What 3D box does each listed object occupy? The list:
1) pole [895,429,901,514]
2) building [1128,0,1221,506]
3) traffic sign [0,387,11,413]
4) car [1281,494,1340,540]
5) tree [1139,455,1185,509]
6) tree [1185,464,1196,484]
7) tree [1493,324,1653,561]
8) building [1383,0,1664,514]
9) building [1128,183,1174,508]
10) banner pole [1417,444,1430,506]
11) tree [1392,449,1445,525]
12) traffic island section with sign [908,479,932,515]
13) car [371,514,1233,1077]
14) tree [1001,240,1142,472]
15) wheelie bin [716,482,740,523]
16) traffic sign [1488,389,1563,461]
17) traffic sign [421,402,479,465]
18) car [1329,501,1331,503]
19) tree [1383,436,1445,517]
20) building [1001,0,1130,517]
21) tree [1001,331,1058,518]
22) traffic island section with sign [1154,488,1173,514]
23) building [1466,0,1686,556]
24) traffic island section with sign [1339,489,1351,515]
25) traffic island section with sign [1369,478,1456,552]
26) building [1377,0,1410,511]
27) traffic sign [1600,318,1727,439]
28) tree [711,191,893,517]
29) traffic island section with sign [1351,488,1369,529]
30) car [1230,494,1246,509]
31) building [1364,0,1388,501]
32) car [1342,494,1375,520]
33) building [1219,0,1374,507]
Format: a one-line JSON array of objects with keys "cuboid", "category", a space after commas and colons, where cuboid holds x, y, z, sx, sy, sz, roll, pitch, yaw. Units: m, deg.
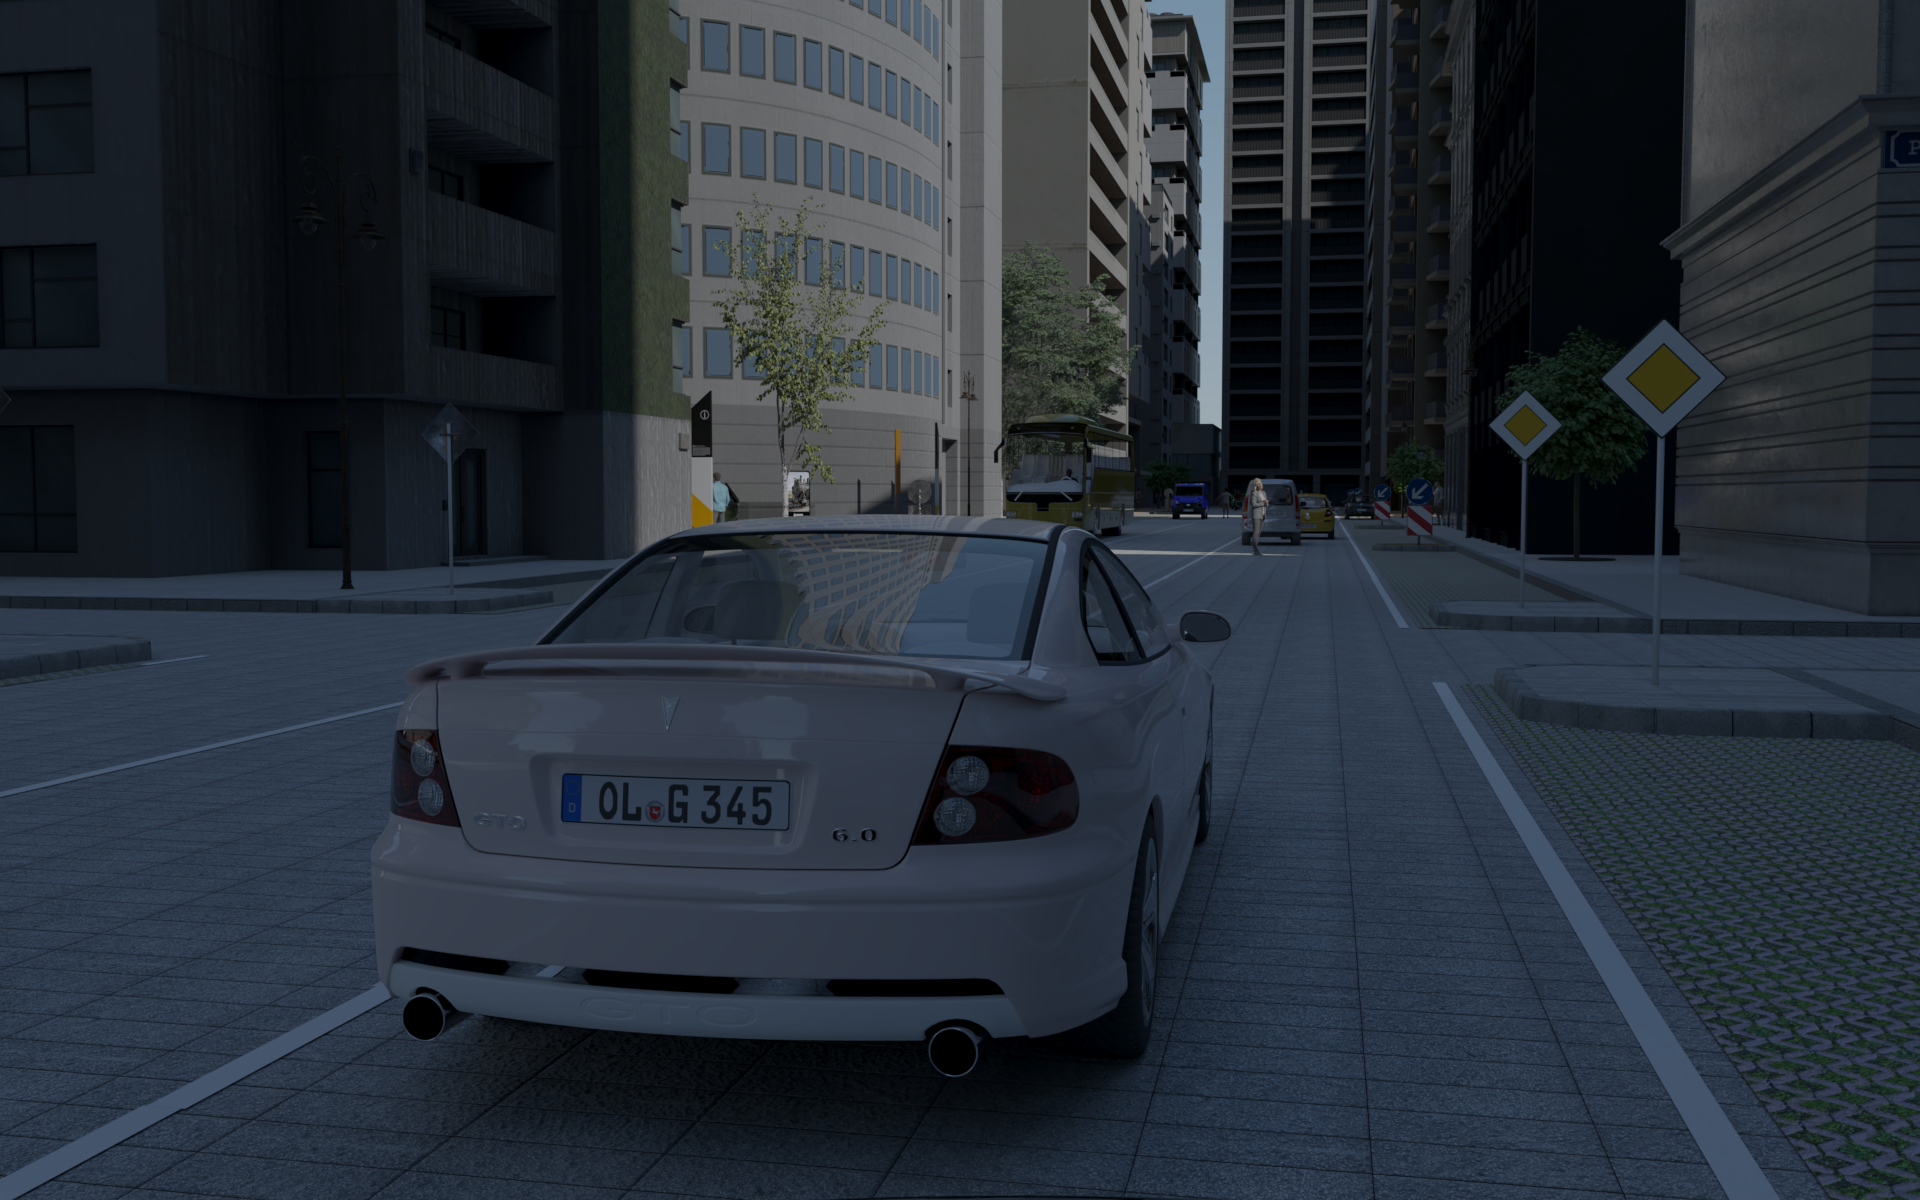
[{"cuboid": [-1.970, -3.725, 54.749, 0.158, 3.312, 0.155, 0, 3, 0], "category": "pole"}, {"cuboid": [15.260, -36.971, 193.710, 27.495, 52.752, 28.713, 1, 4, 12], "category": "building"}, {"cuboid": [-8.131, -0.736, 14.230, 0.795, 2.593, 0.064, 1, 4, 12], "category": "traffic sign"}, {"cuboid": [11.266, -2.803, 56.048, 2.015, 1.641, 3.980, 1, 4, 12], "category": "car"}, {"cuboid": [16.725, -9.983, 146.938, 4.285, 4.588, 4.351, 0, 3, 0], "category": "tree"}, {"cuboid": [19.357, -10.457, 154.691, 4.285, 4.588, 4.351, 0, 3, 0], "category": "tree"}, {"cuboid": [12.087, -3.050, 33.580, 4.285, 4.588, 4.351, 0, 3, 0], "category": "tree"}, {"cuboid": [39.966, -28.165, 115.121, 22.147, 44.769, 28.867, 1, 4, 12], "category": "building"}, {"cuboid": [12.960, -24.029, 164.578, 14.107, 30.474, 14.160, 1, 4, 12], "category": "building"}, {"cuboid": [23.100, -5.886, 86.261, 0.863, 3.779, 0.401, -1, 4, -17], "category": "banner pole"}, {"cuboid": [19.466, -4.766, 72.530, 1.663, 3.219, 1.824, 0, 3, 0], "category": "tree"}, {"cuboid": [-1.144, -2.294, 46.133, 1.989, 1.847, 2.006, 1, 4, 12], "category": "traffic island section with sign"}, {"cuboid": [-0.146, 0.394, 5.914, 2.083, 1.381, 4.827, 1, 4, 11], "category": "car"}, {"cuboid": [4.288, -11.007, 86.620, 9.857, 13.997, 8.962, 0, 3, 0], "category": "tree"}, {"cuboid": [-6.152, -2.303, 45.565, 0.693, 1.594, 0.980, -1, 4, -9], "category": "wheelie bin"}, {"cuboid": [6.319, -1.050, 19.350, 0.795, 2.593, 0.064, 1, 4, 12], "category": "traffic sign"}, {"cuboid": [-6.493, -1.214, 22.046, 0.795, 2.593, 0.064, 1, 4, 12], "category": "traffic sign"}, {"cuboid": [20.825, -5.498, 102.253, 2.083, 1.381, 4.827, 1, 4, 13], "category": "car"}, {"cuboid": [25.765, -7.003, 98.210, 4.285, 4.588, 4.351, 0, 3, 0], "category": "tree"}, {"cuboid": [-1.203, -29.623, 108.034, 21.300, 48.544, 21.600, 1, 4, 12], "category": "building"}, {"cuboid": [2.078, -7.767, 77.352, 4.360, 8.622, 3.978, 0, 3, 0], "category": "tree"}, {"cuboid": [14.691, -6.913, 121.653, 1.989, 1.847, 2.006, 1, 4, 12], "category": "traffic island section with sign"}, {"cuboid": [19.644, -13.015, 42.467, 12.332, 23.373, 15.834, 1, 4, 12], "category": "building"}, {"cuboid": [27.229, -6.752, 119.025, 1.989, 1.847, 2.006, 1, 4, 12], "category": "traffic island section with sign"}, {"cuboid": [11.461, -2.150, 43.774, 1.989, 1.847, 2.006, 1, 4, 12], "category": "traffic island section with sign"}, {"cuboid": [40.853, -29.772, 136.877, 14.600, 45.320, 14.200, 1, 4, 12], "category": "building"}, {"cuboid": [4.681, -0.571, 11.534, 0.795, 2.593, 0.064, 1, 4, 12], "category": "traffic sign"}, {"cuboid": [-4.122, -5.650, 42.732, 4.737, 8.622, 4.395, 0, 3, 0], "category": "tree"}, {"cuboid": [17.108, -3.797, 70.713, 1.989, 1.847, 2.006, 1, 4, 12], "category": "traffic island section with sign"}, {"cuboid": [26.429, -9.437, 163.092, 1.959, 1.807, 4.718, 1, 4, 10], "category": "car"}, {"cuboid": [47.344, -32.414, 153.677, 21.300, 48.544, 21.600, 1, 4, 12], "category": "building"}, {"cuboid": [22.434, -5.336, 97.037, 2.009, 1.686, 4.222, 1, 4, 11], "category": "car"}, {"cuboid": [38.834, -45.593, 183.702, 20.611, 71.187, 20.563, 1, 4, 12], "category": "building"}]
